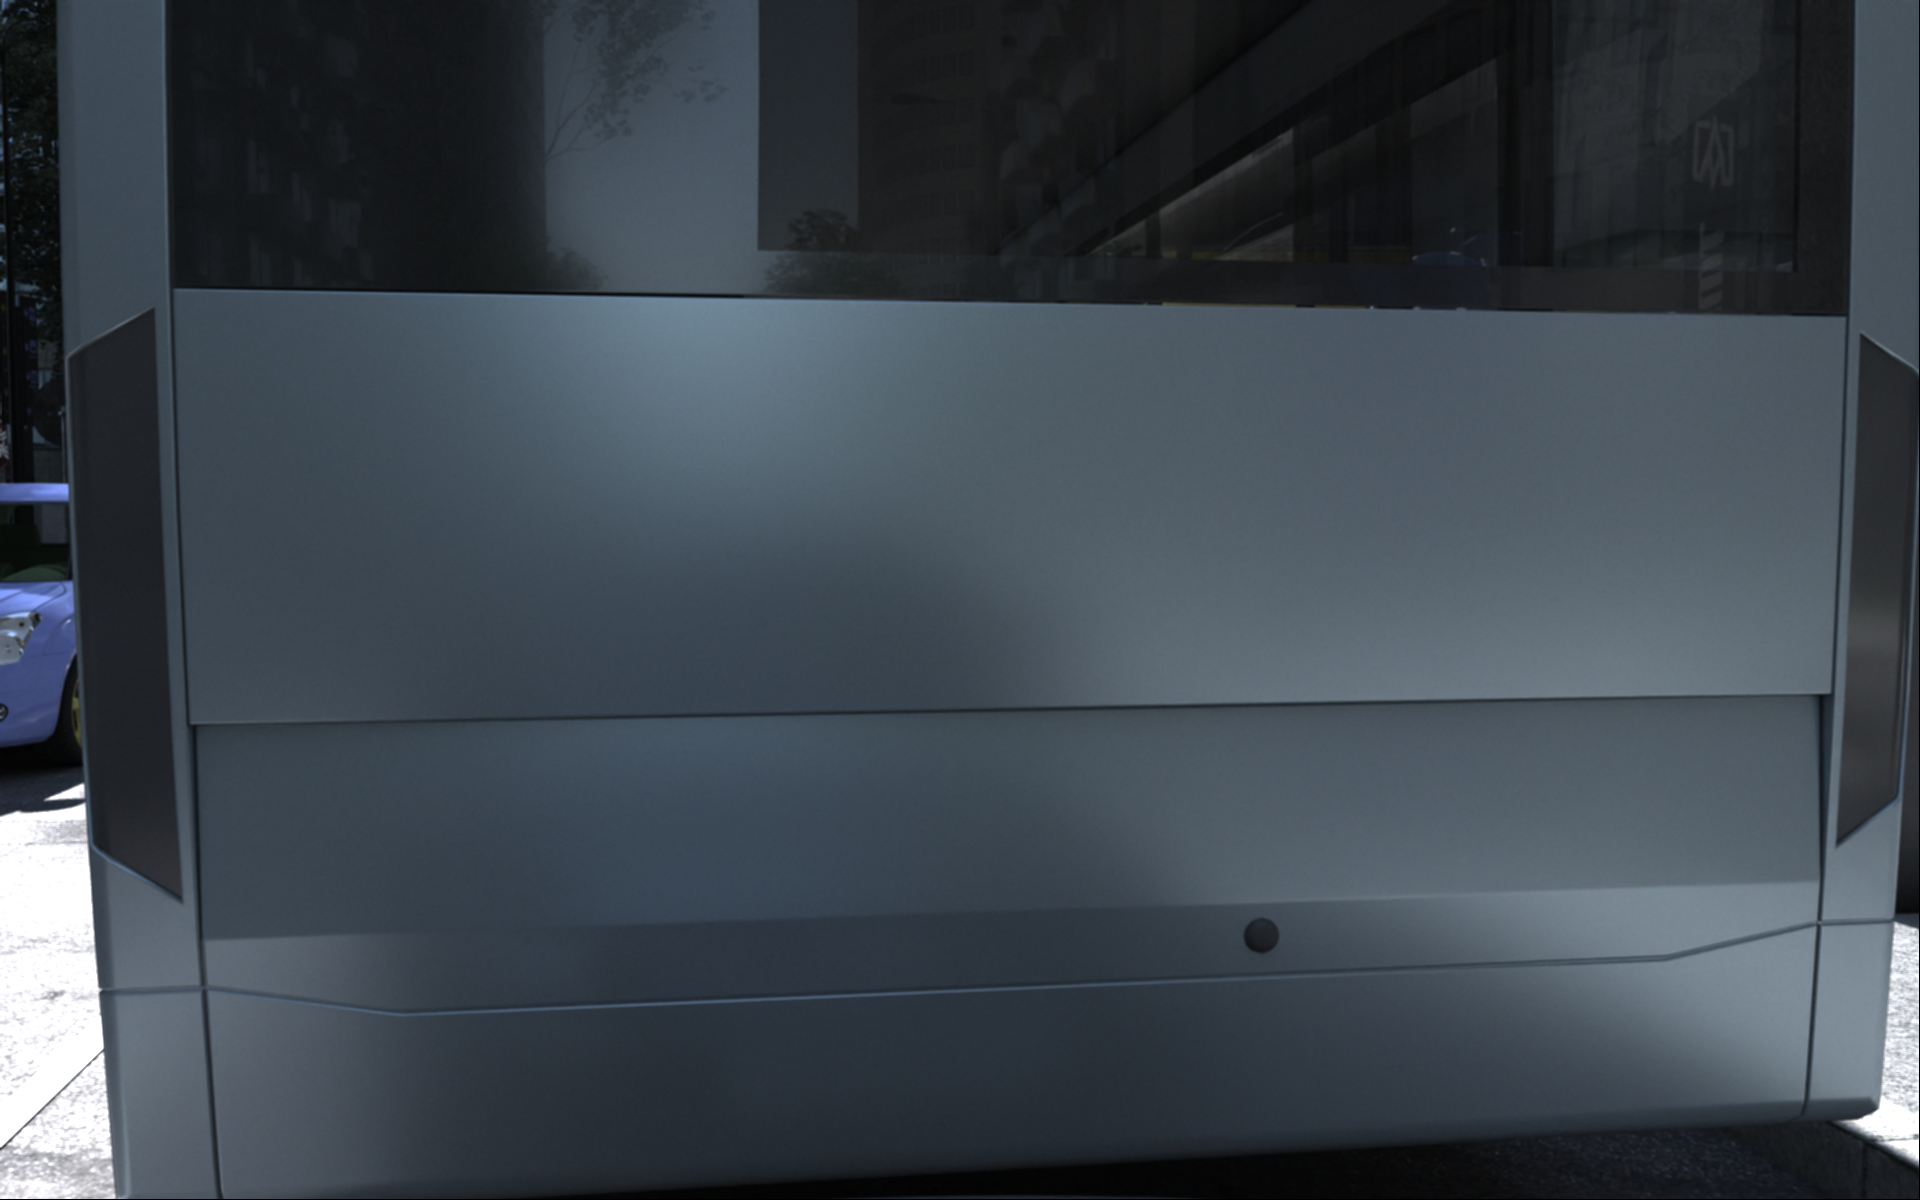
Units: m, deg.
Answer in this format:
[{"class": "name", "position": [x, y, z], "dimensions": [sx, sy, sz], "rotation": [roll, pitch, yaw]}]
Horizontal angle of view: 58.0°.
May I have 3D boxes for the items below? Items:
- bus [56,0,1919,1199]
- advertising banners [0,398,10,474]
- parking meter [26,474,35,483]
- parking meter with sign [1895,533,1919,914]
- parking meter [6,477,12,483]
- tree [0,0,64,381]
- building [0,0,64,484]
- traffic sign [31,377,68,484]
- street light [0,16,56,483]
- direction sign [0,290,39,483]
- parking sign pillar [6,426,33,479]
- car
[{"class": "bus", "position": [-0.838, -0.856, 8.863], "dimensions": [2.948, 3.499, 13.247], "rotation": [-1, 4, -9]}, {"class": "advertising banners", "position": [-12.598, -1.586, 22.124], "dimensions": [0.090, 3.025, 2.074], "rotation": [0, 4, -2]}, {"class": "parking meter", "position": [-24.877, -2.477, 46.212], "dimensions": [0.399, 1.863, 0.255], "rotation": [-3, 5, -41]}, {"class": "parking meter with sign", "position": [2.986, -0.568, 5.547], "dimensions": [0.543, 3.016, 1.738], "rotation": [0, 4, -2]}, {"class": "parking meter", "position": [-31.453, -3.168, 57.505], "dimensions": [0.255, 1.863, 0.399], "rotation": [0, 4, -6]}, {"class": "tree", "position": [-12.386, -7.540, 29.941], "dimensions": [9.857, 13.997, 8.962], "rotation": [0, 3, 0]}, {"class": "building", "position": [-37.358, -47.216, 84.655], "dimensions": [22.319, 86.520, 31.000], "rotation": [-1, 4, -9]}, {"class": "traffic sign", "position": [-9.732, -1.149, 18.894], "dimensions": [0.768, 2.556, 0.104], "rotation": [0, 4, -2]}, {"class": "street light", "position": [-8.513, -2.695, 16.605], "dimensions": [1.470, 5.913, 1.316], "rotation": [-1, 4, -9]}, {"class": "direction sign", "position": [-10.675, -1.695, 19.709], "dimensions": [0.379, 3.537, 0.876], "rotation": [0, 4, -4]}, {"class": "parking sign pillar", "position": [-35.587, -4.715, 65.569], "dimensions": [1.447, 3.967, 1.447], "rotation": [0, 4, -1]}, {"class": "car", "position": [-5.592, -0.032, 10.109], "dimensions": [1.945, 1.707, 3.694], "rotation": [-1, 4, -8]}]
